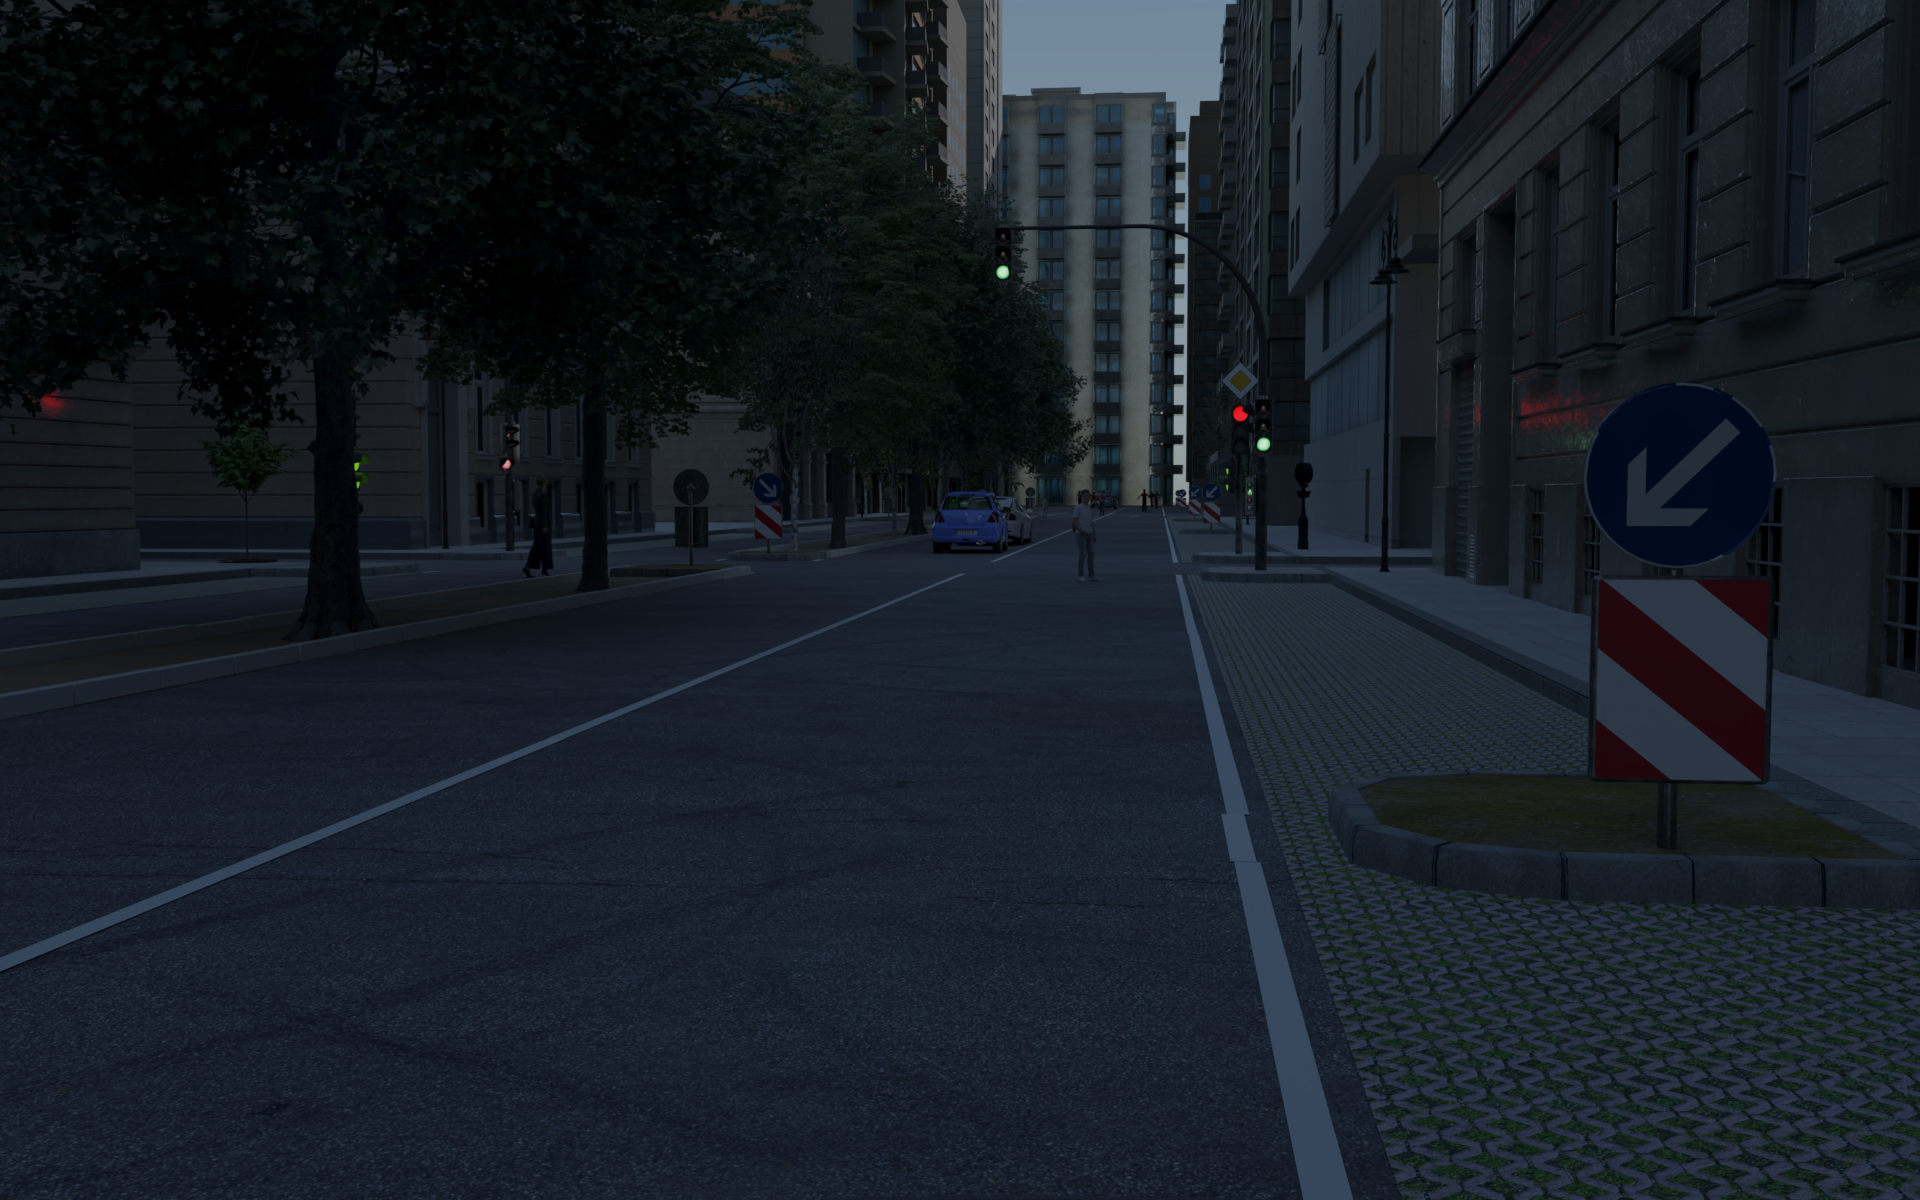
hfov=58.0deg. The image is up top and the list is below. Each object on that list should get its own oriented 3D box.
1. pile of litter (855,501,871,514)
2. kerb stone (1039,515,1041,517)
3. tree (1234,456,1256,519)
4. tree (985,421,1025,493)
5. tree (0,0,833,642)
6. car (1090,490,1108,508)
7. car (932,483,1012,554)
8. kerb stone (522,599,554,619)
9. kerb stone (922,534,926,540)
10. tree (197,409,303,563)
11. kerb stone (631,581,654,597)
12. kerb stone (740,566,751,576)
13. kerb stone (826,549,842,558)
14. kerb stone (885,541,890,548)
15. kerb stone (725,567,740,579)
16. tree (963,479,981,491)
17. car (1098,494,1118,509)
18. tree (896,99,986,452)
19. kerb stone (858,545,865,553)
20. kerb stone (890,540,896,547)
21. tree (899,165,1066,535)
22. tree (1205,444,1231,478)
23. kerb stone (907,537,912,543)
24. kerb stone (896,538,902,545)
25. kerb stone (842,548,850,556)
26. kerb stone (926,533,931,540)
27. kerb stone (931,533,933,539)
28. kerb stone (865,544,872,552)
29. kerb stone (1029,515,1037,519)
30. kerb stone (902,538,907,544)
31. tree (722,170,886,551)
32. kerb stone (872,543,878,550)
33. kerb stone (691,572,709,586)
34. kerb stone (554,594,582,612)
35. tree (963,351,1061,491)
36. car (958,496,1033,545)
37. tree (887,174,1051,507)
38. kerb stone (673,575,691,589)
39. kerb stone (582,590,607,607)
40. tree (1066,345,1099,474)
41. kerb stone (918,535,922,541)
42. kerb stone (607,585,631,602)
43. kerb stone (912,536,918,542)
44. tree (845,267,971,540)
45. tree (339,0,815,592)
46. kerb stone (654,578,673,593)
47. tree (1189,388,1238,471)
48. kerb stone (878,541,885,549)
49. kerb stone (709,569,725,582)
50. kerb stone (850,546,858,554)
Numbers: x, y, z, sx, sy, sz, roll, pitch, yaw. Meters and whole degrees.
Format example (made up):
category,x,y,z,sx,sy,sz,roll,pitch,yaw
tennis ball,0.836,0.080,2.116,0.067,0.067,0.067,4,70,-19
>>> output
category,x,y,z,sx,sy,sz,roll,pitch,yaw
pile of litter,-6.405,-5.841,109.472,1.719,0.858,1.176,1,4,17
kerb stone,4.625,-5.023,104.405,0.120,0.150,1.000,0,4,7
tree,14.526,-5.772,88.981,1.663,3.219,1.824,0,3,0
tree,1.602,-8.129,85.727,4.737,8.622,4.395,0,3,0
tree,-6.132,-5.954,16.821,9.611,12.733,9.660,0,3,0
car,14.594,-10.471,179.878,2.281,1.827,5.304,0,4,5
car,0.290,-2.046,43.042,1.945,1.707,3.694,0,4,5
kerb stone,-5.036,0.114,20.365,0.120,0.150,1.000,0,4,7
kerb stone,-1.239,-1.913,53.471,0.120,0.150,1.000,0,4,7
tree,-13.525,-2.320,32.529,1.663,3.219,1.824,0,3,0
kerb stone,-4.566,-0.137,24.443,0.120,0.150,1.000,0,4,7
kerb stone,-3.865,-0.509,30.553,0.120,0.150,1.000,0,4,7
kerb stone,-2.882,-1.039,39.195,0.120,0.150,1.000,0,4,7
kerb stone,-2.068,-1.476,46.321,0.120,0.150,1.000,0,4,7
kerb stone,-3.982,-0.449,29.532,0.120,0.150,1.000,0,4,7
tree,1.322,-10.219,161.676,1.663,3.219,1.824,0,3,0
car,13.915,-9.233,162.969,2.014,1.417,4.499,0,4,7
tree,-3.245,-7.629,45.320,7.486,12.596,7.792,0,3,0
kerb stone,-2.525,-1.227,42.254,0.120,0.150,1.000,0,4,7
kerb stone,-1.941,-1.538,47.342,0.120,0.150,1.000,0,4,7
tree,-1.521,-8.608,60.205,9.611,12.733,9.660,0,3,0
tree,17.788,-7.975,114.101,4.285,4.588,4.351,0,3,0
kerb stone,-1.588,-1.726,50.413,0.120,0.150,1.000,0,4,7
kerb stone,-1.822,-1.601,48.367,0.120,0.150,1.000,0,4,7
kerb stone,-2.757,-1.103,40.223,0.120,0.150,1.000,0,4,7
kerb stone,-1.115,-1.975,54.486,0.120,0.150,1.000,0,4,7
kerb stone,-0.996,-2.036,55.510,0.120,0.150,1.000,0,4,7
kerb stone,-2.405,-1.289,43.270,0.120,0.150,1.000,0,4,7
kerb stone,4.267,-4.842,101.358,0.120,0.150,1.000,0,4,7
kerb stone,-1.702,-1.663,49.394,0.120,0.150,1.000,0,4,7
tree,-3.765,-5.298,39.448,4.360,8.622,3.978,0,3,0
kerb stone,-2.293,-1.351,44.286,0.120,0.150,1.000,0,4,7
kerb stone,-4.218,-0.324,27.498,0.120,0.150,1.000,0,4,7
kerb stone,-4.923,0.052,21.380,0.120,0.150,1.000,0,4,7
tree,0.506,-8.723,79.495,8.767,10.594,7.601,0,4,7
car,1.013,-2.287,49.750,2.083,1.381,4.827,0,4,7
tree,-0.699,-9.837,69.952,9.857,13.997,8.962,0,3,0
kerb stone,-4.340,-0.262,26.475,0.120,0.150,1.000,0,4,7
kerb stone,-4.809,-0.012,22.397,0.120,0.150,1.000,0,4,7
tree,2.586,-10.618,93.068,9.611,12.733,9.660,0,3,0
kerb stone,-1.355,-1.849,52.450,0.120,0.150,1.000,0,4,7
kerb stone,-4.690,-0.070,23.418,0.120,0.150,1.000,0,4,7
kerb stone,-1.465,-1.788,51.428,0.120,0.150,1.000,0,4,7
tree,-1.986,-6.080,52.231,4.737,8.622,4.395,0,3,0
tree,-5.409,-6.413,25.432,7.486,12.596,7.792,0,3,0
kerb stone,-4.451,-0.198,25.459,0.120,0.150,1.000,0,4,7
tree,17.980,-10.307,118.877,4.360,8.622,3.978,0,3,0
kerb stone,-2.171,-1.413,45.304,0.120,0.150,1.000,0,4,7
kerb stone,-4.102,-0.386,28.513,0.120,0.150,1.000,0,4,7
kerb stone,-2.643,-1.163,41.239,0.120,0.150,1.000,0,4,7
